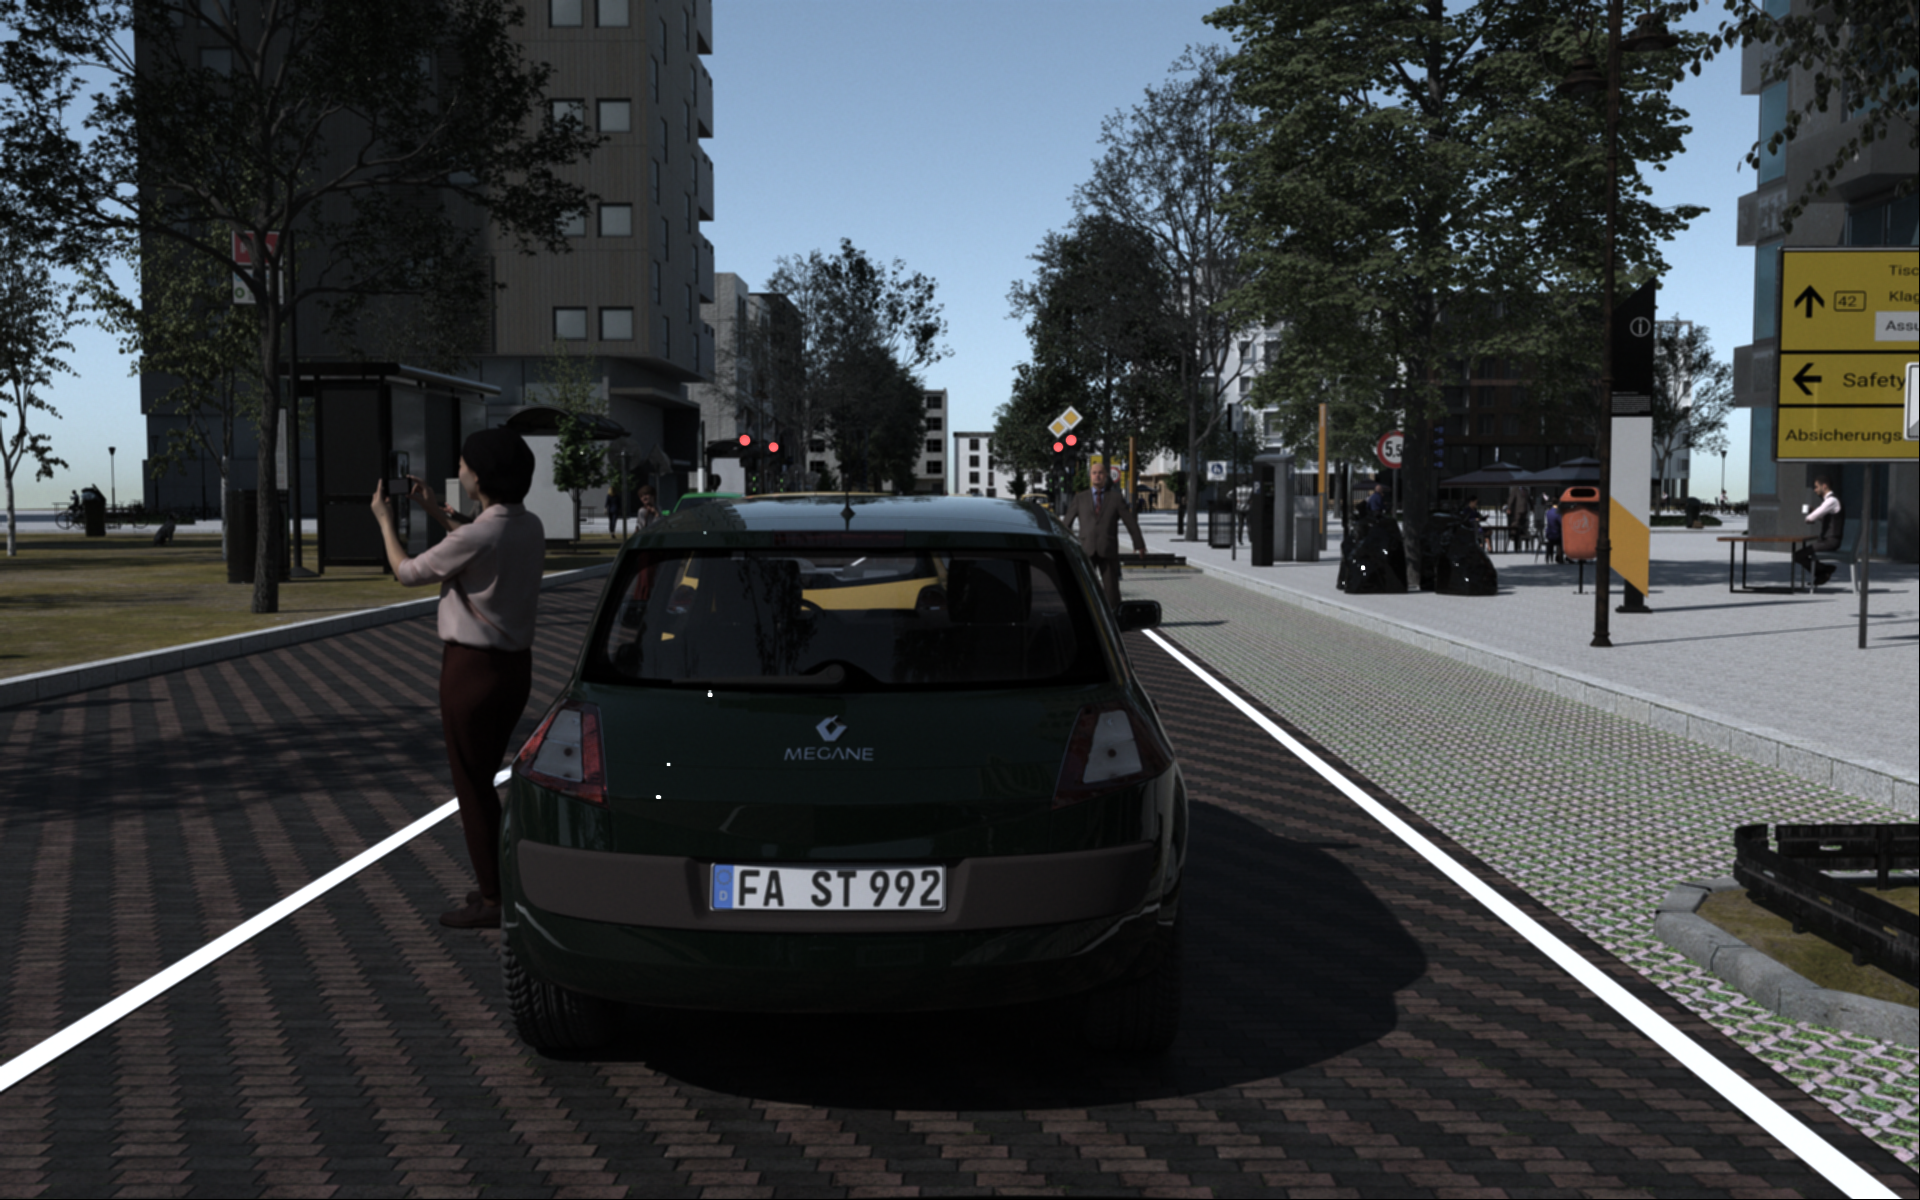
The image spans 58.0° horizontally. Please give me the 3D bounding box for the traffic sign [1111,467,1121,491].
[{"bbox_3d":[7.071,-4.900,80.220,0.768,2.556,0.104,0,4,6],"label":"traffic sign"}]

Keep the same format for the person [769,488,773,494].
[{"bbox_3d":[-11.068,-5.858,102.754,0.756,1.711,0.436,-2,4,-33],"label":"person"}]

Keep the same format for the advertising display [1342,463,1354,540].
[{"bbox_3d":[8.180,-1.916,36.542,0.123,1.923,0.974,1,4,19],"label":"advertising display"}]

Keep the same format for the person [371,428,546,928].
[{"bbox_3d":[-1.656,0.256,5.772,0.517,1.644,0.566,-2,4,-28],"label":"person"}]

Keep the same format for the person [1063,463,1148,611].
[{"bbox_3d":[1.469,-0.558,18.180,0.990,1.755,0.434,1,4,11],"label":"person"}]

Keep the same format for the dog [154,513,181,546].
[{"bbox_3d":[-19.759,-1.747,42.948,0.800,0.831,0.513,2,4,34],"label":"dog"}]

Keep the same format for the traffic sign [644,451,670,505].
[{"bbox_3d":[-8.812,-3.076,50.394,0.768,2.556,0.104,0,4,7],"label":"traffic sign"}]

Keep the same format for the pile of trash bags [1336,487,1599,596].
[{"bbox_3d":[6.601,-0.782,22.540,3.447,1.369,1.912,1,4,20],"label":"pile of trash bags"}]

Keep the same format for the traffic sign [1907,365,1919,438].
[{"bbox_3d":[7.662,-0.697,13.533,0.606,2.300,0.079,0,4,5],"label":"traffic sign"}]

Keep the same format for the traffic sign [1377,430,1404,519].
[{"bbox_3d":[8.686,-2.109,34.594,0.768,2.556,0.104,0,4,2],"label":"traffic sign"}]

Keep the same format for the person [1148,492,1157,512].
[{"bbox_3d":[13.574,-7.018,122.660,0.647,1.594,0.662,-3,5,-40],"label":"person"}]

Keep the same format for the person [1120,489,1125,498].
[{"bbox_3d":[14.665,-9.163,156.574,0.721,1.735,1.217,-1,4,-18],"label":"person"}]

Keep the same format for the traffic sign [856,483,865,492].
[{"bbox_3d":[-6.792,-7.098,118.189,0.606,2.300,0.079,0,4,3],"label":"traffic sign"}]

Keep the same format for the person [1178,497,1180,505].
[{"bbox_3d":[17.513,-7.786,137.250,0.435,1.345,0.340,-1,4,-9],"label":"person"}]

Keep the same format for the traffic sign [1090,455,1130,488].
[{"bbox_3d":[7.817,-5.837,89.308,2.265,3.308,0.079,1,4,10],"label":"traffic sign"}]

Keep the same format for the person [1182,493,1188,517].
[{"bbox_3d":[12.326,-5.249,95.779,0.435,1.345,0.340,-2,4,-27],"label":"person"}]

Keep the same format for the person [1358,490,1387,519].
[{"bbox_3d":[12.171,-2.566,51.191,0.799,1.438,0.628,0,4,4],"label":"person"}]

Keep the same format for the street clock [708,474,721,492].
[{"bbox_3d":[-8.958,-3.590,63.273,0.471,2.002,0.358,3,5,43],"label":"street clock"}]

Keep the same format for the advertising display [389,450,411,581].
[{"bbox_3d":[-8.369,-1.265,25.897,0.123,1.923,0.974,0,4,-8],"label":"advertising display"}]

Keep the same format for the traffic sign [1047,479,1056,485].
[{"bbox_3d":[6.310,-7.221,118.163,0.768,2.556,0.104,0,4,7],"label":"traffic sign"}]

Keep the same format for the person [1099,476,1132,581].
[{"bbox_3d":[2.440,-1.175,28.429,0.841,1.734,0.376,-3,4,-37],"label":"person"}]

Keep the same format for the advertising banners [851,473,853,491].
[{"bbox_3d":[-9.214,-8.619,137.108,2.074,3.025,0.090,3,5,42],"label":"advertising banners"}]

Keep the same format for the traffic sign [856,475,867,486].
[{"bbox_3d":[-6.636,-7.131,116.693,0.768,2.556,0.104,0,4,4],"label":"traffic sign"}]

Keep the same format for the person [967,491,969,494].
[{"bbox_3d":[0.677,-10.095,174.370,0.721,1.723,1.217,2,4,24],"label":"person"}]

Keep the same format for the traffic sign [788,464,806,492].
[{"bbox_3d":[-6.811,-4.413,72.257,0.768,2.556,0.104,0,4,2],"label":"traffic sign"}]

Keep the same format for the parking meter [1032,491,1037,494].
[{"bbox_3d":[5.664,-7.564,132.078,0.372,1.533,0.369,0,3,0],"label":"parking meter"}]

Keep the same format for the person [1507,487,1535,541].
[{"bbox_3d":[15.411,-2.503,47.525,0.990,1.755,0.434,-1,4,-22],"label":"person"}]

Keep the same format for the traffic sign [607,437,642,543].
[{"bbox_3d":[-7.472,-2.352,38.569,0.768,2.556,0.104,0,4,3],"label":"traffic sign"}]

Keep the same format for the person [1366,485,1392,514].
[{"bbox_3d":[9.853,-1.948,40.580,0.600,1.496,0.574,0,4,5],"label":"person"}]

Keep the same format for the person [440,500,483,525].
[{"bbox_3d":[-5.091,-0.580,18.517,0.617,1.759,0.750,3,4,36],"label":"person"}]

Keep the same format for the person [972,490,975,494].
[{"bbox_3d":[1.474,-10.727,183.866,1.348,1.826,0.705,3,4,39],"label":"person"}]

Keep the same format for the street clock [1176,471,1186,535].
[{"bbox_3d":[6.947,-3.052,54.468,0.358,2.002,0.471,0,4,5],"label":"street clock"}]

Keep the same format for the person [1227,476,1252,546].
[{"bbox_3d":[7.116,-2.233,43.280,0.841,1.734,0.376,2,4,31],"label":"person"}]

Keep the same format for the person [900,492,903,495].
[{"bbox_3d":[-7.484,-12.845,219.244,1.217,1.736,0.721,-2,4,-32],"label":"person"}]

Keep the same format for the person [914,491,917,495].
[{"bbox_3d":[-4.698,-10.852,186.653,0.721,1.735,1.217,2,4,31],"label":"person"}]

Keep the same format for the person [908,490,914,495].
[{"bbox_3d":[-4.066,-8.271,144.280,0.990,1.755,0.434,2,4,26],"label":"person"}]

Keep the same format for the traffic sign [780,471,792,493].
[{"bbox_3d":[-9.777,-5.915,96.824,0.768,2.556,0.104,0,4,2],"label":"traffic sign"}]

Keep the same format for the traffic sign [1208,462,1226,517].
[{"bbox_3d":[8.014,-3.177,54.066,0.606,2.300,0.079,0,4,6],"label":"traffic sign"}]

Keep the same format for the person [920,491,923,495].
[{"bbox_3d":[-4.234,-11.130,190.617,0.705,1.807,1.348,3,5,44],"label":"person"}]

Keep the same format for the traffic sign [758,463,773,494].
[{"bbox_3d":[-7.873,-4.306,70.511,0.768,2.556,0.104,1,4,10],"label":"traffic sign"}]

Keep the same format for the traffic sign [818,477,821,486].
[{"bbox_3d":[-8.133,-6.143,102.575,0.606,2.300,0.079,0,4,7],"label":"traffic sign"}]

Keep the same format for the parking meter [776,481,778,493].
[{"bbox_3d":[-7.488,-3.999,71.101,0.255,1.863,0.399,1,4,23],"label":"parking meter"}]

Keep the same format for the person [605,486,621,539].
[{"bbox_3d":[-10.012,-2.534,50.022,0.480,1.512,0.613,-2,4,-25],"label":"person"}]

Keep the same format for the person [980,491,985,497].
[{"bbox_3d":[2.526,-12.196,207.897,1.348,1.826,0.705,1,4,20],"label":"person"}]

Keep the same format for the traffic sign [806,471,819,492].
[{"bbox_3d":[-8.113,-5.811,95.111,0.768,2.556,0.104,0,4,8],"label":"traffic sign"}]

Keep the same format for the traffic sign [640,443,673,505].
[{"bbox_3d":[-7.711,-2.688,43.958,0.884,2.594,0.081,1,4,10],"label":"traffic sign"}]

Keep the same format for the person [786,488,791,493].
[{"bbox_3d":[-7.288,-4.027,74.103,0.614,1.554,0.590,1,4,10],"label":"person"}]

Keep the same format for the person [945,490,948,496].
[{"bbox_3d":[-1.410,-10.742,184.076,0.705,1.831,1.348,0,4,3],"label":"person"}]

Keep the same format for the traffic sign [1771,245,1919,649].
[{"bbox_3d":[7.819,-1.248,14.271,2.265,3.308,0.079,0,4,1],"label":"traffic sign"}]

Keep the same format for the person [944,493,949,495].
[{"bbox_3d":[-1.529,-11.652,198.884,0.709,1.838,0.599,0,4,7],"label":"person"}]

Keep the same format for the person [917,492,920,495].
[{"bbox_3d":[-4.556,-10.919,187.946,0.541,1.710,0.530,1,4,15],"label":"person"}]

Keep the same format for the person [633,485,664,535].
[{"bbox_3d":[-3.234,-0.447,18.269,0.387,1.526,0.523,2,4,28],"label":"person"}]

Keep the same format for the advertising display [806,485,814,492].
[{"bbox_3d":[-10.350,-6.841,117.061,0.974,1.923,0.123,-2,4,-32],"label":"advertising display"}]

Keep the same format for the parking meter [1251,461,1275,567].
[{"bbox_3d":[5.372,-1.528,30.691,0.255,1.863,0.399,-1,4,-23],"label":"parking meter"}]
